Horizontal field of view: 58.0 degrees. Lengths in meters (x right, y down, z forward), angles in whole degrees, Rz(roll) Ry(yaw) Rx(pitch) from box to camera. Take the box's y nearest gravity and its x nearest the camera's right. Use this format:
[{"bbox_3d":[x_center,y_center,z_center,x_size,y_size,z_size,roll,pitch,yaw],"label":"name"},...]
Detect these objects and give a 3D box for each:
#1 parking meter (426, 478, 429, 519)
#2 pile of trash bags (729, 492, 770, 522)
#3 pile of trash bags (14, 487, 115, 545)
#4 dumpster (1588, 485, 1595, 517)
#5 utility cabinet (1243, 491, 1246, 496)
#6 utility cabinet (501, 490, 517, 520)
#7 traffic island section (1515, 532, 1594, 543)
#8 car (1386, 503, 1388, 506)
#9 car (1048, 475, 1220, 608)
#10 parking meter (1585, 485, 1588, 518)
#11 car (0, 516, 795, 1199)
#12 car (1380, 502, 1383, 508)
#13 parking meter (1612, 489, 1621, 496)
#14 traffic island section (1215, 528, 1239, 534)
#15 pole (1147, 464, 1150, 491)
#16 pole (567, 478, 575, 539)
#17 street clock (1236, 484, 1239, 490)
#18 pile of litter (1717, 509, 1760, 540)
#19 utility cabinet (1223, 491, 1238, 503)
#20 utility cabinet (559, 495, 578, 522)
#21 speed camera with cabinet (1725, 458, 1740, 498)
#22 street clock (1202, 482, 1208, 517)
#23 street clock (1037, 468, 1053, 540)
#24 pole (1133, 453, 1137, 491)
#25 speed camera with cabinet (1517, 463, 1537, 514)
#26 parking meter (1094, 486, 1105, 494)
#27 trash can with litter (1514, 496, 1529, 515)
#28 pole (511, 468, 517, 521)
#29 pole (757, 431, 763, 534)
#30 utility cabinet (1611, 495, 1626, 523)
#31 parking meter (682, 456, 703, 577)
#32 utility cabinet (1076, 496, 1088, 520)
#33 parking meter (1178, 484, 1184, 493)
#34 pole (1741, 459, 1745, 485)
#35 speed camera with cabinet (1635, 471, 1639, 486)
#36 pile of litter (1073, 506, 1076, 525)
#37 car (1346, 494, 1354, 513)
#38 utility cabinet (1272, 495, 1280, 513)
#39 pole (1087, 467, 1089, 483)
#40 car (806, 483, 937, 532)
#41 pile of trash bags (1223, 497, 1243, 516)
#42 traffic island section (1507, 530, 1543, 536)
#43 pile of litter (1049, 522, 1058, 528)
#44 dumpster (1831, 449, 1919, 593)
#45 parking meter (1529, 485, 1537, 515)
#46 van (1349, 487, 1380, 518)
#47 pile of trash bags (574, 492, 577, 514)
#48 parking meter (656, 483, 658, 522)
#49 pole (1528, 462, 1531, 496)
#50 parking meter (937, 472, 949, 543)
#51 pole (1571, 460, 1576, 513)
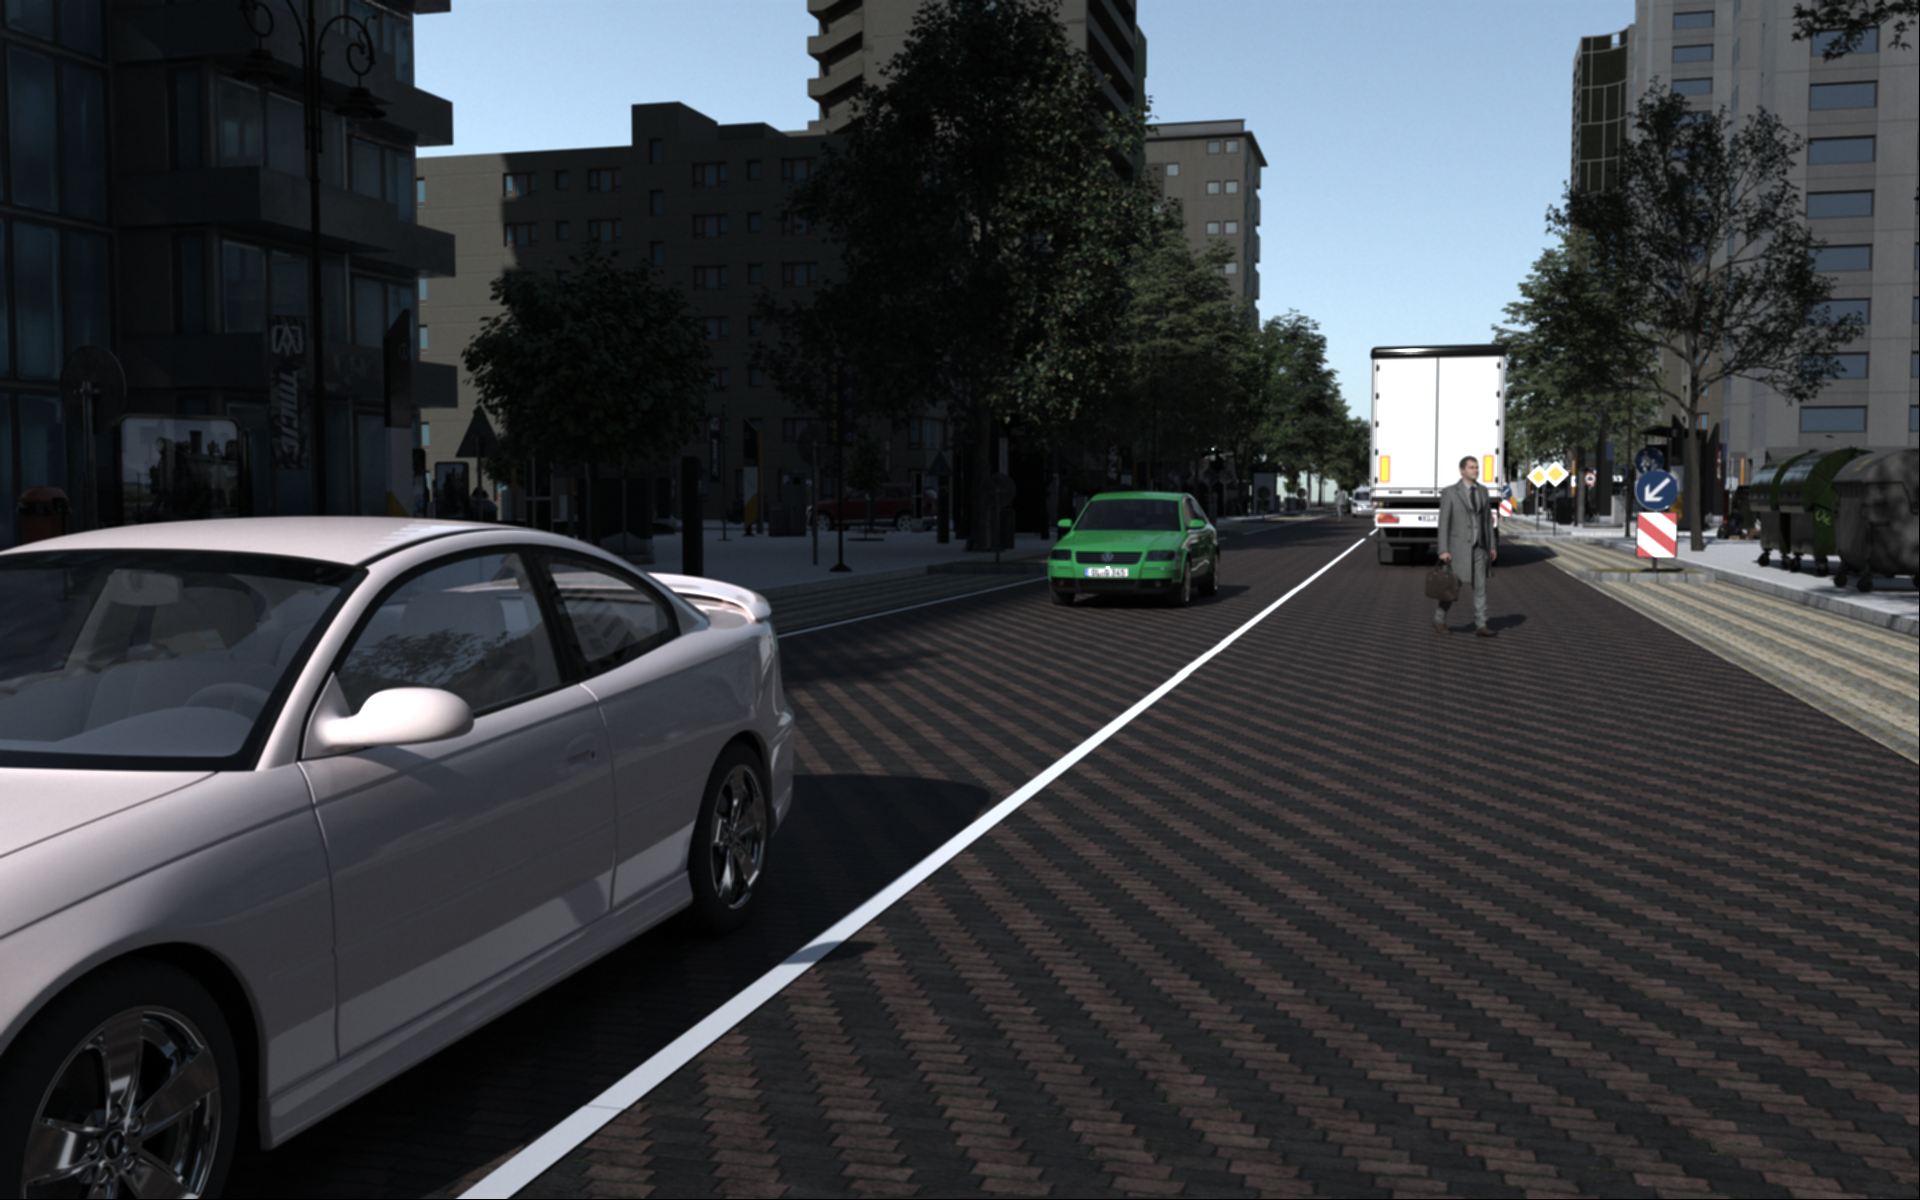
[{"bbox_3d":[-16.863,-2.970,54.264,0.399,1.863,0.255,-1,4,-22],"label":"parking meter"},{"bbox_3d":[-9.474,-4.273,79.609,1.912,1.369,3.447,0,4,8],"label":"pile of trash bags"},{"bbox_3d":[-10.653,-0.761,22.201,1.912,1.369,3.447,1,4,13],"label":"pile of trash bags"},{"bbox_3d":[35.886,-5.581,97.006,1.264,1.857,1.865,1,4,15],"label":"dumpster"},{"bbox_3d":[18.917,-6.618,116.880,1.173,1.500,0.318,-2,4,-34],"label":"utility cabinet"},{"bbox_3d":[-21.915,-4.616,84.149,0.318,1.500,1.173,1,4,8],"label":"utility cabinet"},{"bbox_3d":[18.062,-1.853,52.579,2.009,0.180,2.903,1,4,15],"label":"traffic island section"},{"bbox_3d":[20.074,-3.980,77.434,2.083,1.381,4.827,1,4,16],"label":"car"},{"bbox_3d":[2.418,-0.893,23.404,1.959,1.807,4.718,1,4,16],"label":"car"},{"bbox_3d":[33.147,-5.284,92.110,0.399,1.863,0.255,-1,4,-11],"label":"parking meter"},{"bbox_3d":[-1.942,0.475,4.602,2.083,1.381,4.827,1,4,15],"label":"car"},{"bbox_3d":[38.019,-8.963,156.770,2.015,1.641,3.980,1,4,17],"label":"car"},{"bbox_3d":[30.346,-4.385,80.113,0.372,1.533,0.369,0,3,0],"label":"parking meter"},{"bbox_3d":[9.078,-2.506,63.249,2.009,0.180,2.903,1,4,15],"label":"traffic island section"},{"bbox_3d":[12.598,-7.463,115.866,0.158,3.312,0.155,0,3,0],"label":"pole"},{"bbox_3d":[-10.961,-3.356,48.715,0.158,3.312,0.155,0,3,0],"label":"pole"},{"bbox_3d":[20.662,-7.566,128.273,0.358,2.002,0.471,3,5,44],"label":"street clock"},{"bbox_3d":[22.298,-2.158,49.256,1.719,0.858,1.176,-1,4,-12],"label":"pile of litter"},{"bbox_3d":[17.230,-6.242,110.734,1.173,1.500,0.318,2,4,24],"label":"utility cabinet"},{"bbox_3d":[-17.478,-4.061,77.553,1.020,1.237,0.306,3,4,36],"label":"utility cabinet"},{"bbox_3d":[43.197,-6.171,95.234,2.038,3.252,0.660,2,4,33],"label":"speed camera with cabinet"},{"bbox_3d":[11.919,-4.870,84.190,0.358,2.002,0.471,0,4,8],"label":"street clock"},{"bbox_3d":[2.400,-2.704,48.775,0.358,2.002,0.471,3,4,36],"label":"street clock"},{"bbox_3d":[8.709,-5.655,86.306,0.158,3.312,0.155,0,3,0],"label":"pole"},{"bbox_3d":[36.469,-7.125,110.828,2.038,3.252,0.660,-3,5,-40],"label":"speed camera with cabinet"},{"bbox_3d":[4.452,-2.879,55.484,0.372,1.533,0.369,0,3,0],"label":"parking meter"},{"bbox_3d":[35.242,-5.930,108.345,1.055,1.170,0.624,0,4,1],"label":"trash can with litter"},{"bbox_3d":[-18.462,-4.759,71.651,0.158,3.312,0.155,0,3,0],"label":"pole"},{"bbox_3d":[-6.450,-3.788,55.775,0.158,3.312,0.155,0,3,0],"label":"pole"},{"bbox_3d":[29.063,-4.000,76.557,1.020,1.237,0.306,-3,5,-42],"label":"utility cabinet"},{"bbox_3d":[-4.168,-1.301,26.977,0.255,1.863,0.399,0,4,4],"label":"parking meter"},{"bbox_3d":[3.705,-2.550,52.852,0.306,1.237,1.020,1,4,8],"label":"utility cabinet"},{"bbox_3d":[11.772,-5.260,91.710,0.255,1.863,0.399,-3,5,-45],"label":"parking meter"},{"bbox_3d":[44.917,-6.458,99.434,0.158,3.312,0.155,0,3,0],"label":"pole"},{"bbox_3d":[47.499,-7.658,119.542,0.660,3.252,2.038,-3,4,-38],"label":"speed camera with cabinet"},{"bbox_3d":[4.689,-3.648,73.606,1.176,0.858,1.719,0,4,4],"label":"pile of litter"},{"bbox_3d":[30.629,-7.503,132.900,2.015,1.641,3.980,1,4,15],"label":"car"},{"bbox_3d":[20.894,-6.406,115.896,1.020,1.237,0.306,-1,4,-11],"label":"utility cabinet"},{"bbox_3d":[8.678,-7.565,117.537,0.158,3.312,0.155,0,3,0],"label":"pole"},{"bbox_3d":[-3.059,-3.263,62.024,5.304,1.827,2.281,1,4,16],"label":"car"},{"bbox_3d":[14.865,-5.579,100.969,1.912,1.369,3.447,-3,5,-44],"label":"pile of trash bags"},{"bbox_3d":[20.129,-2.325,60.293,2.009,0.180,2.903,1,4,15],"label":"traffic island section"},{"bbox_3d":[2.901,-3.117,64.933,1.719,0.858,1.176,1,4,15],"label":"pile of litter"},{"bbox_3d":[12.436,-1.054,22.999,1.264,1.857,1.865,1,4,15],"label":"dumpster"},{"bbox_3d":[35.185,-6.157,106.384,0.399,1.863,0.255,2,4,24],"label":"parking meter"},{"bbox_3d":[24.641,-6.004,105.183,2.013,2.044,4.112,1,4,14],"label":"van"},{"bbox_3d":[-25.892,-6.751,120.137,1.912,1.369,3.447,2,4,33],"label":"pile of trash bags"},{"bbox_3d":[-13.872,-4.562,80.295,0.399,1.863,0.255,2,4,31],"label":"parking meter"},{"bbox_3d":[35.817,-7.048,109.073,0.158,3.312,0.155,0,3,0],"label":"pole"},{"bbox_3d":[-0.442,-2.415,45.192,0.255,1.863,0.399,-1,4,-14],"label":"parking meter"},{"bbox_3d":[37.183,-6.797,104.966,0.158,3.312,0.155,0,3,0],"label":"pole"}]
